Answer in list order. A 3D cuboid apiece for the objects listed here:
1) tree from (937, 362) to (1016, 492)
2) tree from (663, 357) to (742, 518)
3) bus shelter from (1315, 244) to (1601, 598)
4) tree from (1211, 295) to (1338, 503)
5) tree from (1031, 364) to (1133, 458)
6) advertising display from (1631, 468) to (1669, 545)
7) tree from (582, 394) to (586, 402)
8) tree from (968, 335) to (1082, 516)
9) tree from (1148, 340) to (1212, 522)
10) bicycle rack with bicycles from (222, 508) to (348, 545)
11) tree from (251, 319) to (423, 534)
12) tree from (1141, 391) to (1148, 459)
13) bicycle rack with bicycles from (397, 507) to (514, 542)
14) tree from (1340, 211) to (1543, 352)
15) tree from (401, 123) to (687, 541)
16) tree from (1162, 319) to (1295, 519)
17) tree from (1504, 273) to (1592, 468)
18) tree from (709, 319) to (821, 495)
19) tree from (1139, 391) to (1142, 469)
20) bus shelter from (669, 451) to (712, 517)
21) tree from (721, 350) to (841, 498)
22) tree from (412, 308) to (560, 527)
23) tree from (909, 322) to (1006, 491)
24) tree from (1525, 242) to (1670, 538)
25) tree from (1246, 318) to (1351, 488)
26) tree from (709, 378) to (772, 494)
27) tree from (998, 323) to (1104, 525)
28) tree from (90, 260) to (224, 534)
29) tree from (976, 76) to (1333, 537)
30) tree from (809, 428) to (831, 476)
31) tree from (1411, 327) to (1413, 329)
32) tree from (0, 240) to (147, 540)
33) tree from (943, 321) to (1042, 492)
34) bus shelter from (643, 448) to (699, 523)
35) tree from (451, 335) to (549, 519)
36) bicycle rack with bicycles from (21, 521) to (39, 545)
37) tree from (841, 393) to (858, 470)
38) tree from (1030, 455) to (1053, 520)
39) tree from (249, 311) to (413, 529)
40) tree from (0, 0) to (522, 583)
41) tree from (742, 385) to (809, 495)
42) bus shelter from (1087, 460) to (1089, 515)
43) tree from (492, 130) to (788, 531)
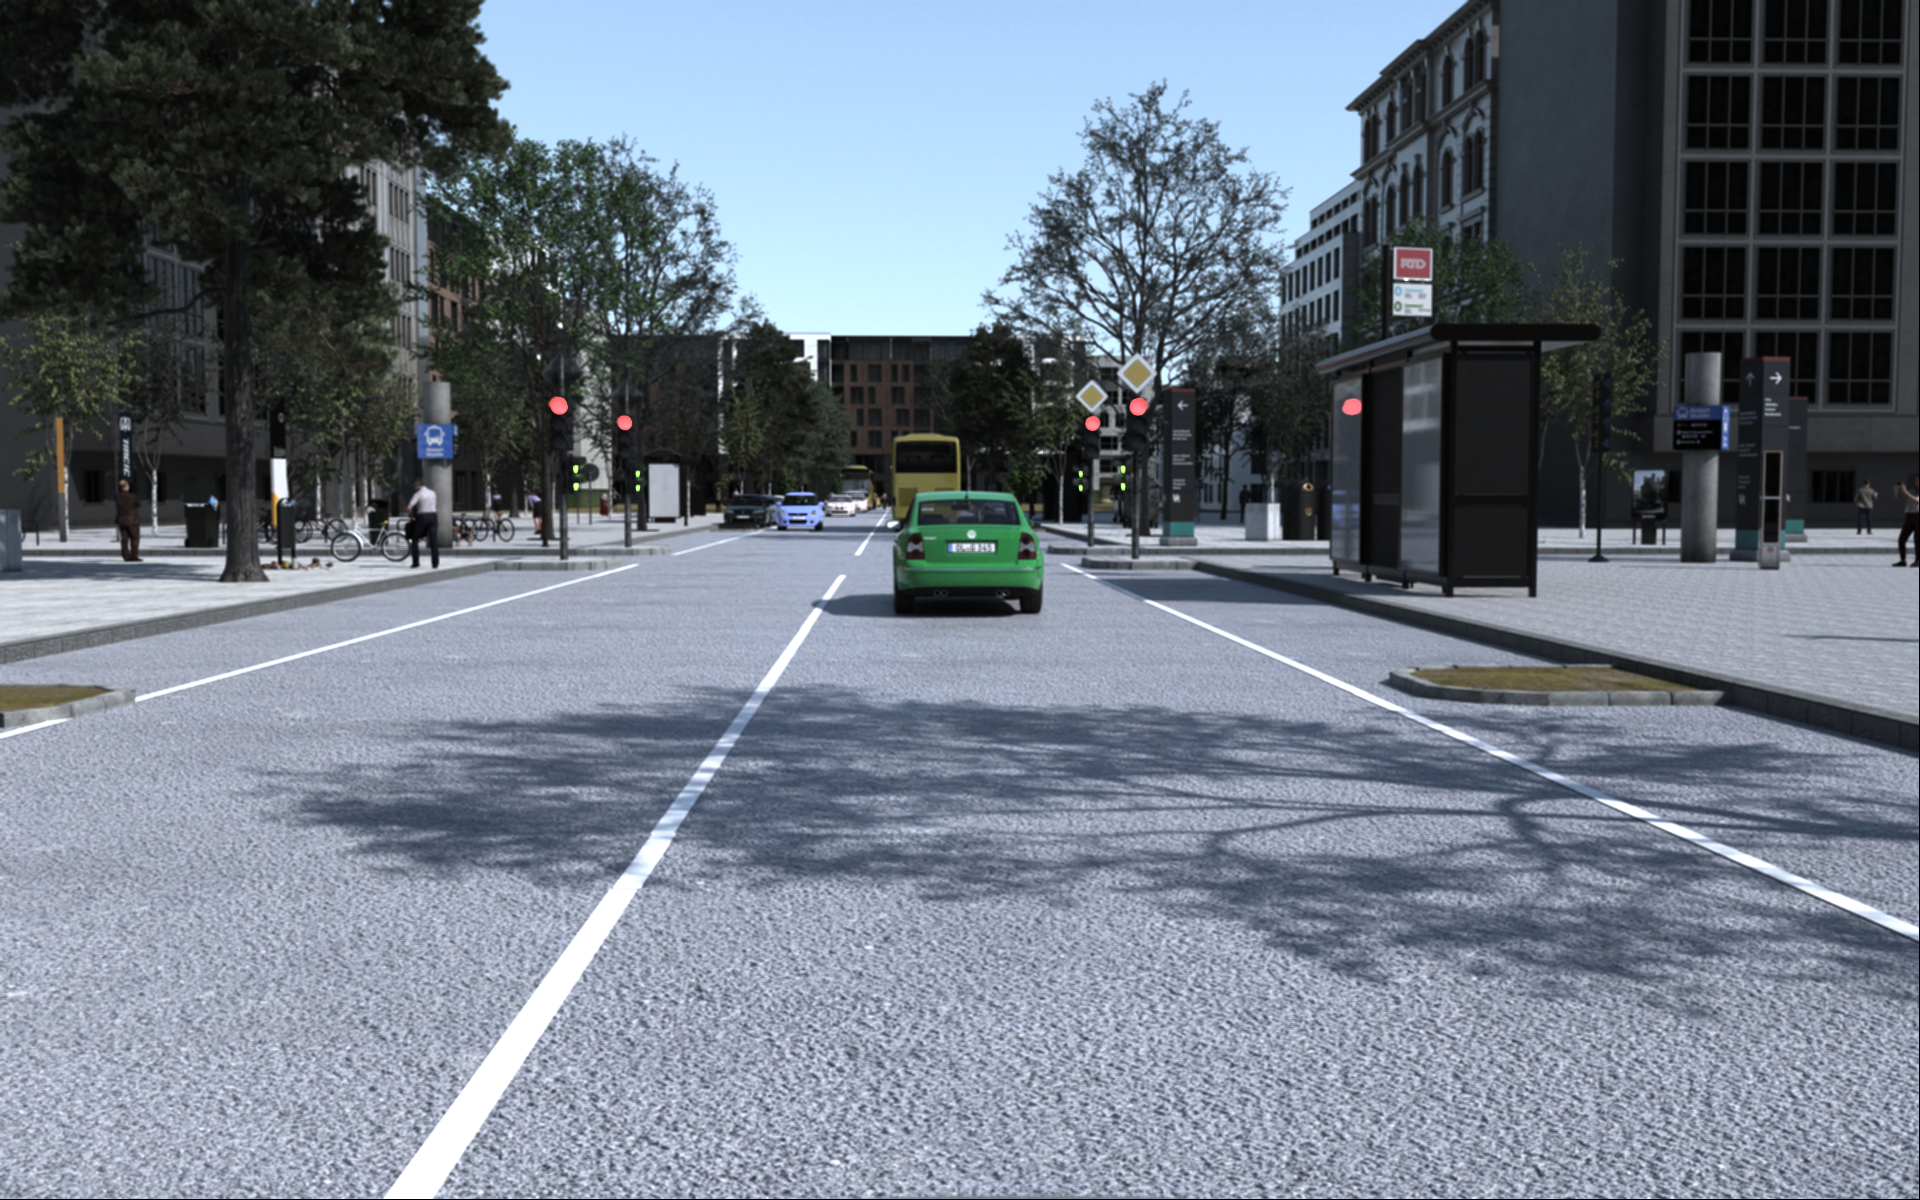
[{"bbox_3d":[2.127,-12.836,135.619,9.928,11.665,9.643,0,3,0],"label":"tree"},{"bbox_3d":[-14.094,-8.611,91.151,4.360,8.622,3.978,0,3,0],"label":"tree"},{"bbox_3d":[6.696,-2.934,25.599,2.179,5.291,8.768,0,4,-2],"label":"bus shelter"},{"bbox_3d":[11.689,-6.914,63.403,4.360,8.622,3.978,0,3,0],"label":"tree"},{"bbox_3d":[6.224,-8.755,93.504,4.360,8.622,3.978,0,3,0],"label":"tree"},{"bbox_3d":[17.517,-2.372,43.994,0.123,1.923,0.974,-2,4,-34],"label":"advertising display"},{"bbox_3d":[-24.634,-11.433,94.347,7.806,13.903,7.818,0,3,0],"label":"tree"},{"bbox_3d":[3.975,-10.265,102.252,7.601,10.594,8.767,-1,4,-12],"label":"tree"},{"bbox_3d":[11.083,-7.927,79.964,4.360,8.622,3.978,0,3,0],"label":"tree"},{"bbox_3d":[-17.782,-1.923,44.830,2.925,0.926,2.852,1,4,15],"label":"bicycle rack with bicycles"},{"bbox_3d":[-19.978,-6.400,54.998,4.737,8.622,4.395,0,3,0],"label":"tree"},{"bbox_3d":[12.933,-8.954,96.764,4.360,8.622,3.978,0,3,0],"label":"tree"},{"bbox_3d":[-13.765,-2.021,46.426,2.925,0.926,2.852,3,4,38],"label":"bicycle rack with bicycles"},{"bbox_3d":[17.949,-8.501,64.755,9.928,11.665,9.643,0,3,0],"label":"tree"},{"bbox_3d":[-11.505,-7.486,48.152,9.928,11.665,9.643,0,3,0],"label":"tree"},{"bbox_3d":[13.632,-9.342,87.154,7.601,10.594,8.767,1,4,14],"label":"tree"},{"bbox_3d":[19.045,-6.557,57.570,4.360,8.622,3.978,0,3,0],"label":"tree"},{"bbox_3d":[-14.128,-13.294,124.781,7.806,13.903,7.818,0,3,0],"label":"tree"},{"bbox_3d":[11.595,-9.616,107.583,4.360,8.622,3.978,0,3,0],"label":"tree"},{"bbox_3d":[-15.255,-6.532,98.076,1.731,3.624,6.357,0,4,-2],"label":"bus shelter"},{"bbox_3d":[-14.411,-14.055,136.462,9.857,13.997,8.962,0,3,0],"label":"tree"},{"bbox_3d":[-18.690,-7.184,67.825,4.360,8.622,3.978,0,3,0],"label":"tree"},{"bbox_3d":[0.685,-20.585,192.459,12.611,20.169,13.585,0,3,0],"label":"tree"},{"bbox_3d":[18.213,-6.111,50.280,4.737,8.622,4.395,0,3,0],"label":"tree"},{"bbox_3d":[14.228,-7.447,72.122,4.737,8.622,4.395,0,3,0],"label":"tree"},{"bbox_3d":[-13.546,-9.572,106.867,4.737,8.622,4.395,0,3,0],"label":"tree"},{"bbox_3d":[4.026,-7.430,71.842,4.737,8.622,4.395,0,3,0],"label":"tree"},{"bbox_3d":[-25.626,-6.400,55.008,4.360,8.622,3.978,0,3,0],"label":"tree"},{"bbox_3d":[5.539,-8.662,51.991,12.009,13.543,11.850,0,3,0],"label":"tree"},{"bbox_3d":[-13.722,-12.365,152.536,4.360,8.622,3.978,0,3,0],"label":"tree"},{"bbox_3d":[20.441,-7.644,75.339,4.360,8.622,3.978,0,3,0],"label":"tree"},{"bbox_3d":[-25.268,-6.025,48.870,4.737,8.622,4.395,0,3,0],"label":"tree"},{"bbox_3d":[2.120,-13.238,123.863,7.806,13.903,7.818,0,3,0],"label":"tree"},{"bbox_3d":[-13.272,-5.226,79.371,2.014,3.302,5.546,0,4,-2],"label":"bus shelter"},{"bbox_3d":[-21.850,-7.969,80.648,4.737,8.622,4.395,0,3,0],"label":"tree"},{"bbox_3d":[-24.230,-1.777,42.431,2.852,0.926,2.925,1,4,10],"label":"bicycle rack with bicycles"},{"bbox_3d":[-15.865,-17.175,187.470,9.857,13.997,8.962,0,3,0],"label":"tree"},{"bbox_3d":[3.998,-5.616,86.424,1.663,3.219,1.824,0,3,0],"label":"tree"},{"bbox_3d":[-22.349,-6.739,60.546,4.360,8.622,3.978,0,3,0],"label":"tree"},{"bbox_3d":[-10.421,-7.211,25.322,7.806,13.903,7.818,0,3,0],"label":"tree"},{"bbox_3d":[-12.927,-10.095,115.416,4.360,8.622,3.978,0,3,0],"label":"tree"},{"bbox_3d":[7.313,-7.324,111.037,1.731,3.624,6.357,0,4,-2],"label":"bus shelter"},{"bbox_3d":[-11.157,-9.125,59.562,12.009,13.543,11.850,0,3,0],"label":"tree"}]
